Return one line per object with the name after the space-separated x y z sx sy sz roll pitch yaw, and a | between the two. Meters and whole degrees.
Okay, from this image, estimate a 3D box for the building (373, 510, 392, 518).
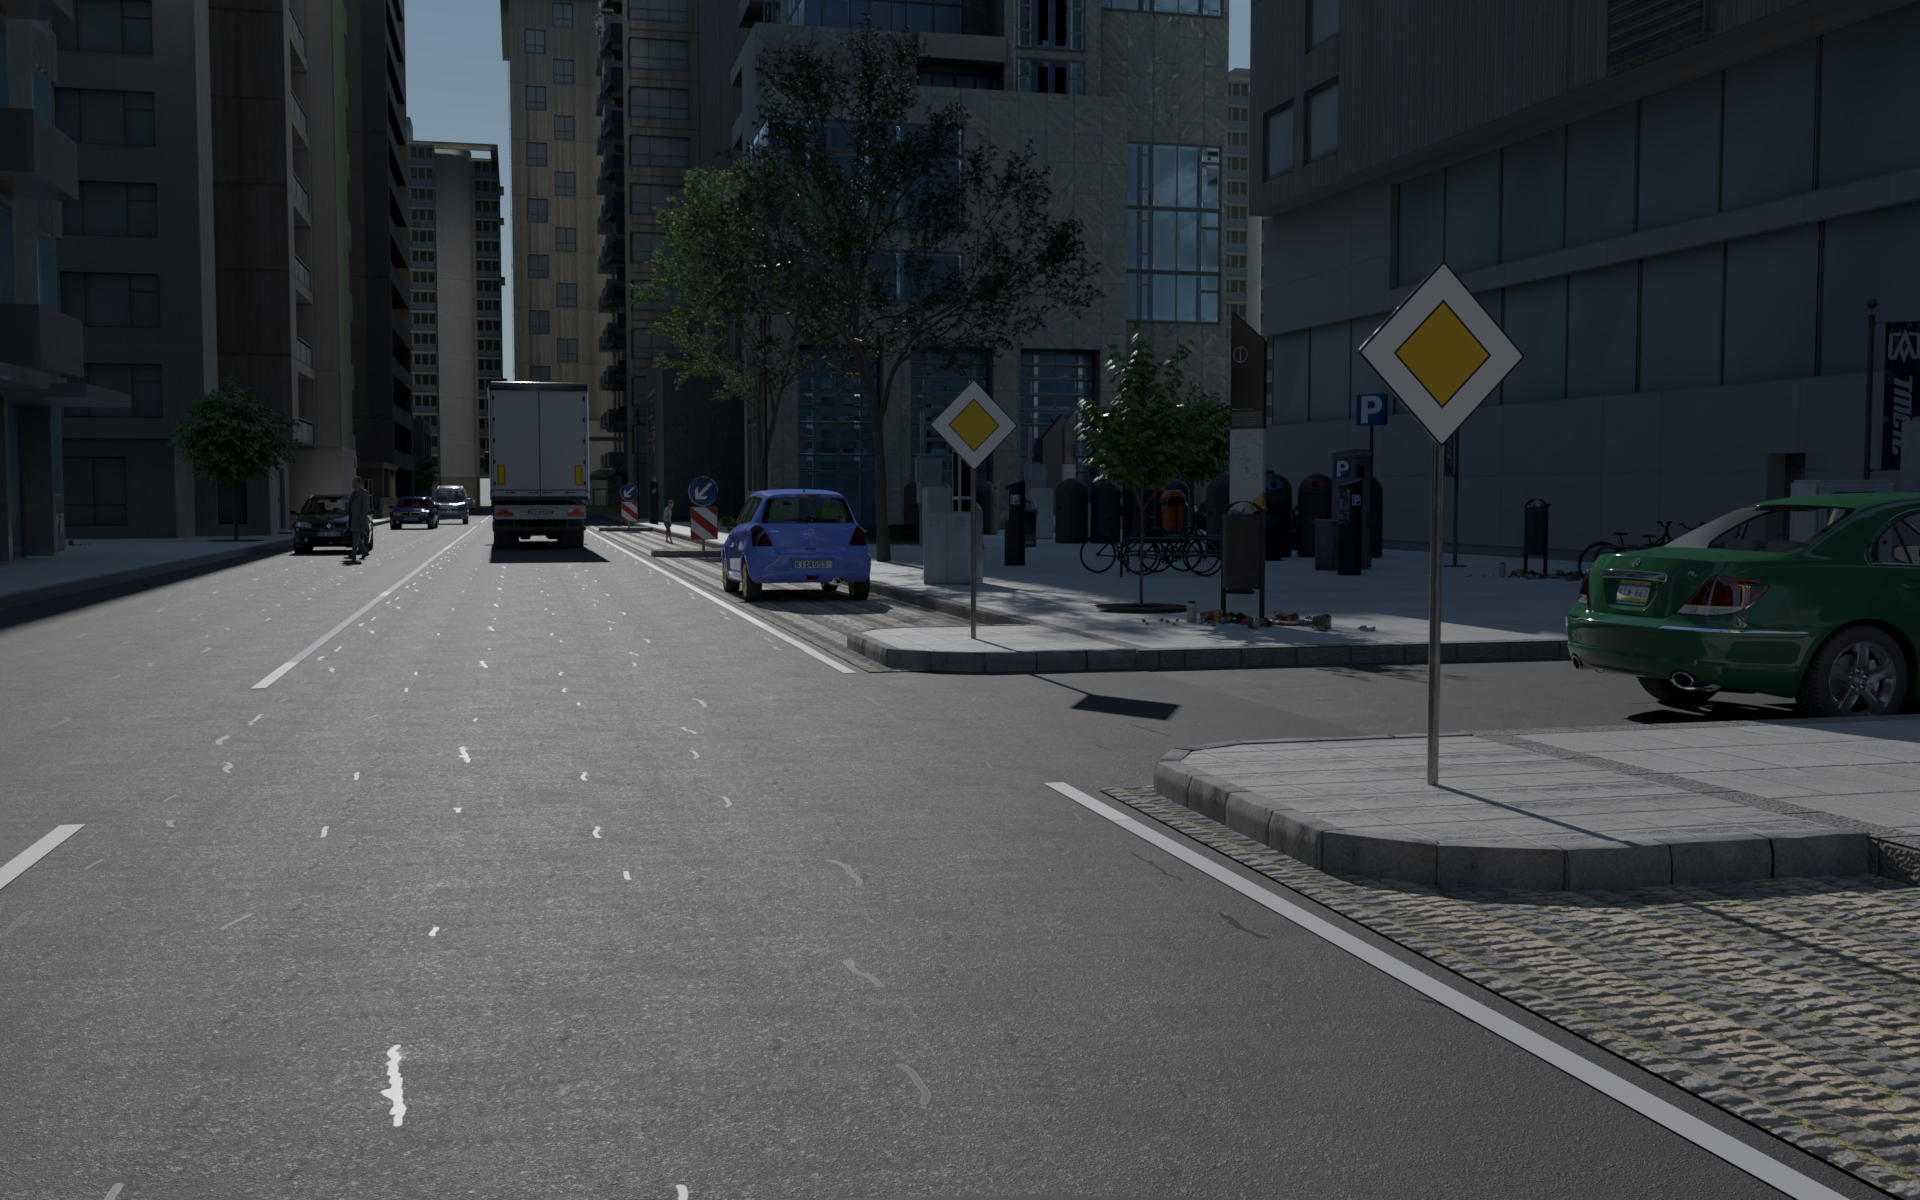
-47.805 -24.530 92.951 32.217 40.220 23.993 -1 4 -14 | building

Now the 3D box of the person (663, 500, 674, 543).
-8.563 -2.308 50.913 0.352 1.250 0.332 1 4 11 | person

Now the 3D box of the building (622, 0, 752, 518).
-12.230 -25.425 99.297 14.154 41.232 14.086 -1 4 -14 | building

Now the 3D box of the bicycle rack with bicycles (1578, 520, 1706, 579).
9.511 -0.576 22.797 2.852 0.926 2.925 -3 5 -45 | bicycle rack with bicycles

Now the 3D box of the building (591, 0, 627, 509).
-19.712 -32.429 149.824 23.786 49.044 30.456 -1 4 -14 | building

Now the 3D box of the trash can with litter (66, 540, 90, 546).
-22.682 -1.939 42.756 2.233 1.210 1.678 -3 4 -37 | trash can with litter

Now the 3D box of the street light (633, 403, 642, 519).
-16.414 -7.063 88.270 0.468 5.910 1.993 -1 4 -14 | street light

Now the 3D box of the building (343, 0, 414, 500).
-48.851 -30.122 116.202 21.300 48.544 21.600 -1 4 -14 | building

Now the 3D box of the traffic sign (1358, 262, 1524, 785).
2.084 -0.241 7.586 0.795 2.450 0.064 -1 4 -14 | traffic sign

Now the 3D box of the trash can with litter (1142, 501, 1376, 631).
2.982 -0.355 16.857 1.678 1.210 2.233 -3 5 -40 | trash can with litter

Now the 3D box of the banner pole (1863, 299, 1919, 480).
11.908 -1.970 22.228 0.863 3.779 0.401 1 4 20 | banner pole

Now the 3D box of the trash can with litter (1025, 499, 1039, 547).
1.711 -1.892 42.320 0.624 1.170 1.055 0 4 -7 | trash can with litter

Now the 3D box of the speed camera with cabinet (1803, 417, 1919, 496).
10.954 -1.599 20.486 2.038 3.252 0.660 0 4 -5 | speed camera with cabinet

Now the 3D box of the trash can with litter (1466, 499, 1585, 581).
8.871 -0.928 26.235 1.678 1.210 2.233 -1 4 -17 | trash can with litter

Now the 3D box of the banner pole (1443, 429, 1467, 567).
8.590 -2.459 30.225 0.401 3.779 0.863 2 4 35 | banner pole

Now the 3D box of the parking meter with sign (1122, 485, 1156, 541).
5.163 -3.094 46.855 1.738 3.016 0.543 -1 4 -22 | parking meter with sign

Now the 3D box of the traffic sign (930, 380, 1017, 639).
0.116 -0.715 15.325 0.795 2.450 0.064 -1 4 -14 | traffic sign

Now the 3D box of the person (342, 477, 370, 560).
-13.181 -1.784 37.778 0.694 1.812 0.767 3 4 39 | person

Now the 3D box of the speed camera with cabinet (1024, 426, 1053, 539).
2.289 -3.407 50.044 0.660 3.252 2.038 0 4 -5 | speed camera with cabinet

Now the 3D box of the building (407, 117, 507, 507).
-59.692 -29.876 180.349 23.993 40.220 32.217 -1 4 -14 | building

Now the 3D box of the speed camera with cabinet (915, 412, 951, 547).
-0.630 -2.879 41.410 0.660 3.252 2.038 -1 4 -9 | speed camera with cabinet

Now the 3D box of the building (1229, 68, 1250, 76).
30.697 -29.830 171.322 14.086 41.232 14.154 -1 4 -14 | building

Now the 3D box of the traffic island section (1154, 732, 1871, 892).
2.105 0.894 7.668 2.009 0.180 2.903 -1 4 -14 | traffic island section

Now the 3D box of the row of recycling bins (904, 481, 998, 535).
-0.301 -2.846 53.652 3.534 1.692 1.069 -3 5 -41 | row of recycling bins

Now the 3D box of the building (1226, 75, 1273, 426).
14.565 -28.481 157.545 23.993 40.220 32.217 -1 4 -14 | building

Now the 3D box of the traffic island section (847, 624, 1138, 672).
0.137 0.420 15.408 2.009 0.180 2.903 -1 4 -14 | traffic island section

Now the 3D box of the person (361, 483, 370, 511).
-19.810 -2.991 57.396 0.794 1.824 0.713 -1 4 -13 | person

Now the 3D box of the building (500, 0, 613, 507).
-34.314 -36.415 184.618 27.495 52.752 28.713 -1 4 -14 | building

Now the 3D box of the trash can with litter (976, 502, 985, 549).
0.315 -1.665 38.612 0.624 1.170 1.055 -1 4 -18 | trash can with litter

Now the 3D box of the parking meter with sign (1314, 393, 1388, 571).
6.648 -2.036 29.553 0.543 3.016 1.738 3 4 39 | parking meter with sign

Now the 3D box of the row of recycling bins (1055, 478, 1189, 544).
4.260 -2.332 45.241 3.534 1.692 1.069 -1 4 -9 | row of recycling bins

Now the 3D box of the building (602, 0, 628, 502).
-13.324 -28.526 121.028 22.147 44.769 28.867 -1 4 -14 | building

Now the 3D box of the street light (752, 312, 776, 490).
-4.696 -4.226 41.877 0.468 5.910 1.993 -1 4 -14 | street light

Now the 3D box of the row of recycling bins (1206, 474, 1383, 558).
6.792 -1.724 35.293 3.534 1.692 1.069 1 4 8 | row of recycling bins

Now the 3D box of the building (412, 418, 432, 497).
-61.081 -50.785 143.003 31.000 86.520 22.319 -1 4 -14 | building

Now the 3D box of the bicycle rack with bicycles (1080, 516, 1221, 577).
3.363 -0.875 27.695 2.925 0.926 2.852 1 4 10 | bicycle rack with bicycles
